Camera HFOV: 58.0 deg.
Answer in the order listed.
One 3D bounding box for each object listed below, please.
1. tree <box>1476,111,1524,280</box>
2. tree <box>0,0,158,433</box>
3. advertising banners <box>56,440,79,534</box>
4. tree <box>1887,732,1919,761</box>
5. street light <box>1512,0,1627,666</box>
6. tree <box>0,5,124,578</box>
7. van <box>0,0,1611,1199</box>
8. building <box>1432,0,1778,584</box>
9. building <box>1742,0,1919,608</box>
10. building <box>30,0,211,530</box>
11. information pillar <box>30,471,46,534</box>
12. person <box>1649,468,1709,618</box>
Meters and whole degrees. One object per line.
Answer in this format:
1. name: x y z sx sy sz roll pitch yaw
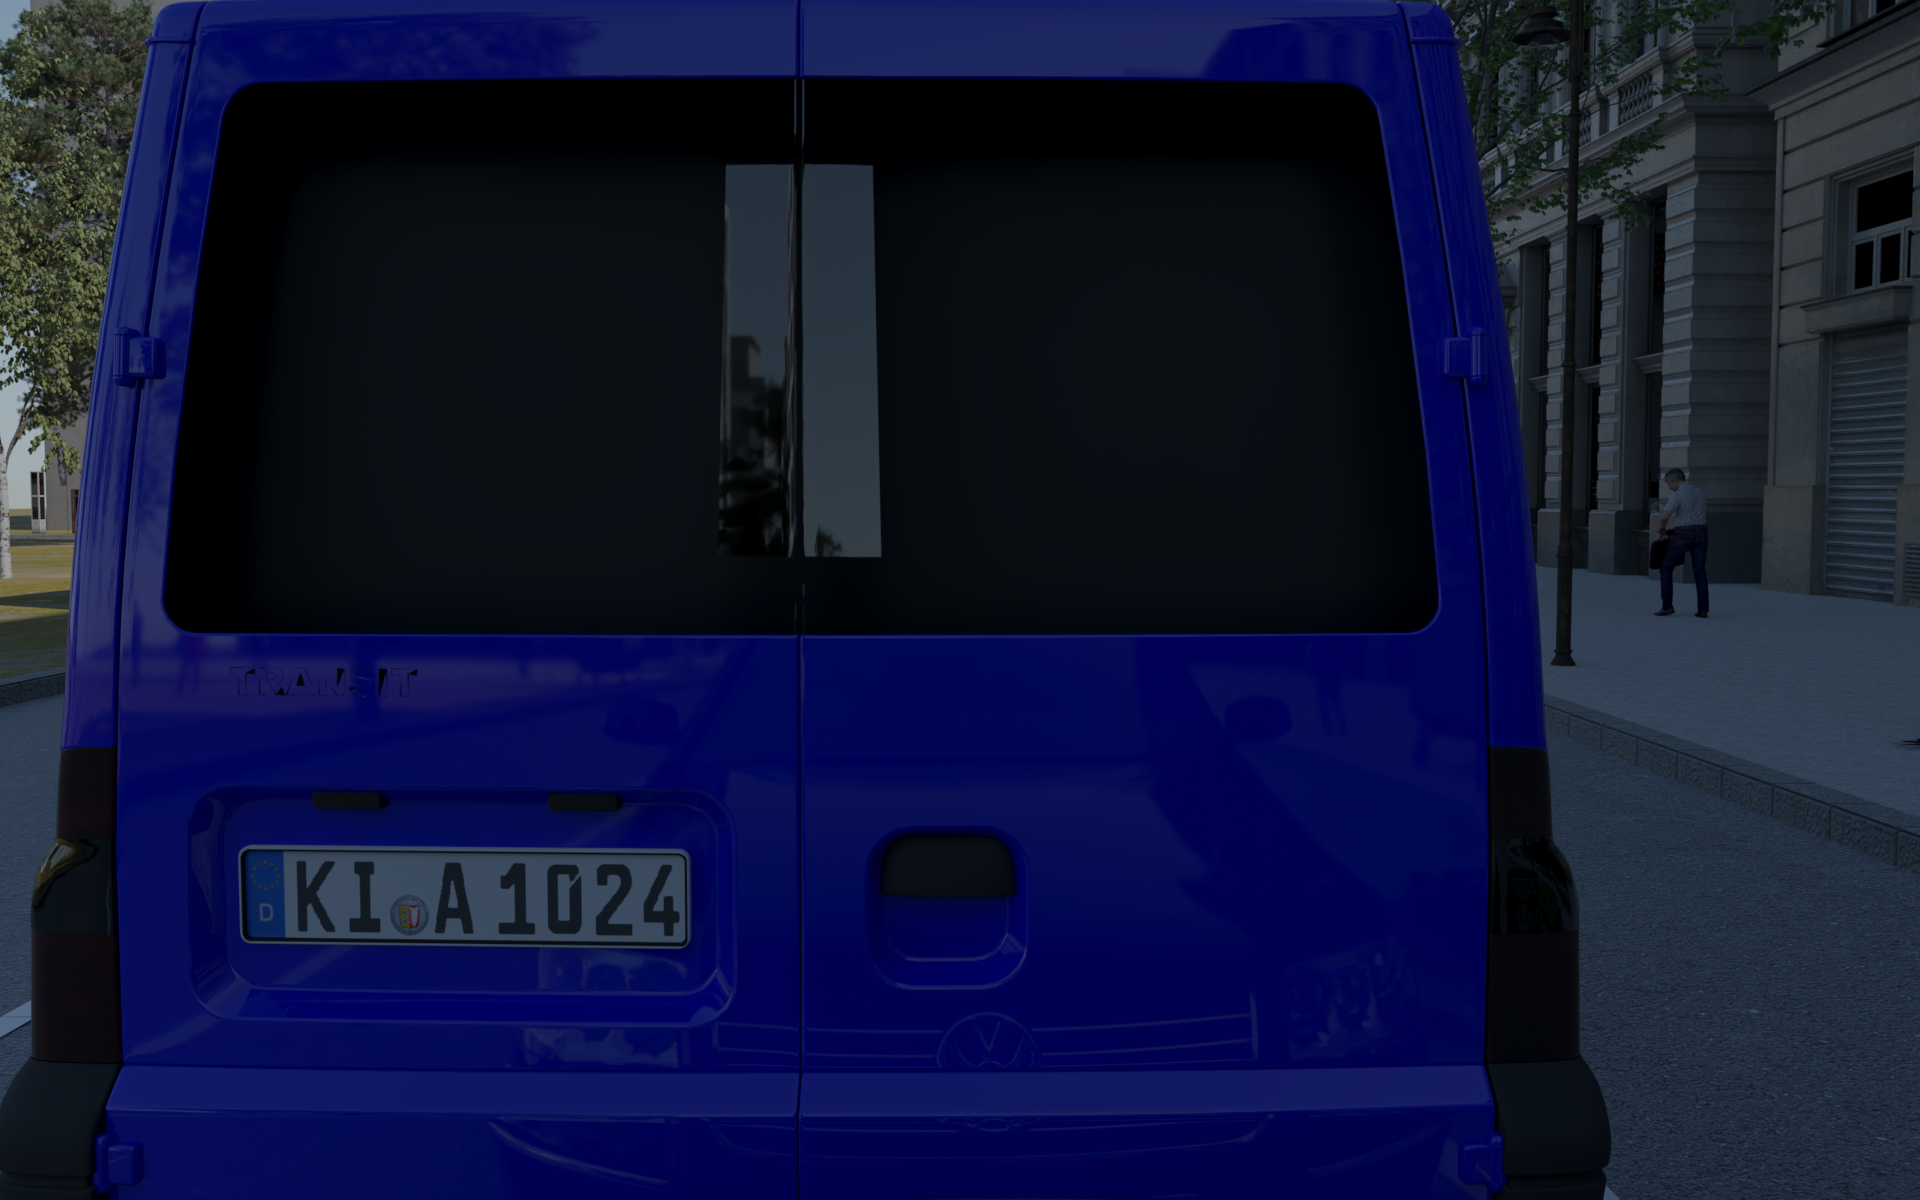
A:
1. tree: 6.402 -4.688 27.009 4.360 8.622 3.978 0 3 0
2. tree: -20.465 -8.225 41.896 7.806 13.903 7.818 0 3 0
3. advertising banners: -28.601 -3.660 56.034 2.074 3.025 0.090 2 4 32
4. tree: 5.172 -5.027 7.939 9.928 11.665 9.643 0 3 0
5. street light: 4.522 -2.448 12.809 0.468 5.910 1.993 0 4 0
6. tree: -14.299 -4.635 26.149 4.737 8.622 4.395 0 3 0
7. van: -0.191 -0.011 4.570 2.240 2.365 5.245 0 3 0
8. building: 15.049 -12.505 33.334 11.050 23.489 19.941 0 4 0
9. building: 18.144 -10.712 8.422 16.112 22.955 30.059 0 4 0
10. building: -22.721 -16.683 77.280 19.350 26.468 34.151 0 4 0
11. information pillar: -29.816 -3.151 56.016 0.304 2.012 0.304 1 4 11
12. person: 7.513 -0.601 18.083 0.614 1.554 0.590 -2 4 -25
